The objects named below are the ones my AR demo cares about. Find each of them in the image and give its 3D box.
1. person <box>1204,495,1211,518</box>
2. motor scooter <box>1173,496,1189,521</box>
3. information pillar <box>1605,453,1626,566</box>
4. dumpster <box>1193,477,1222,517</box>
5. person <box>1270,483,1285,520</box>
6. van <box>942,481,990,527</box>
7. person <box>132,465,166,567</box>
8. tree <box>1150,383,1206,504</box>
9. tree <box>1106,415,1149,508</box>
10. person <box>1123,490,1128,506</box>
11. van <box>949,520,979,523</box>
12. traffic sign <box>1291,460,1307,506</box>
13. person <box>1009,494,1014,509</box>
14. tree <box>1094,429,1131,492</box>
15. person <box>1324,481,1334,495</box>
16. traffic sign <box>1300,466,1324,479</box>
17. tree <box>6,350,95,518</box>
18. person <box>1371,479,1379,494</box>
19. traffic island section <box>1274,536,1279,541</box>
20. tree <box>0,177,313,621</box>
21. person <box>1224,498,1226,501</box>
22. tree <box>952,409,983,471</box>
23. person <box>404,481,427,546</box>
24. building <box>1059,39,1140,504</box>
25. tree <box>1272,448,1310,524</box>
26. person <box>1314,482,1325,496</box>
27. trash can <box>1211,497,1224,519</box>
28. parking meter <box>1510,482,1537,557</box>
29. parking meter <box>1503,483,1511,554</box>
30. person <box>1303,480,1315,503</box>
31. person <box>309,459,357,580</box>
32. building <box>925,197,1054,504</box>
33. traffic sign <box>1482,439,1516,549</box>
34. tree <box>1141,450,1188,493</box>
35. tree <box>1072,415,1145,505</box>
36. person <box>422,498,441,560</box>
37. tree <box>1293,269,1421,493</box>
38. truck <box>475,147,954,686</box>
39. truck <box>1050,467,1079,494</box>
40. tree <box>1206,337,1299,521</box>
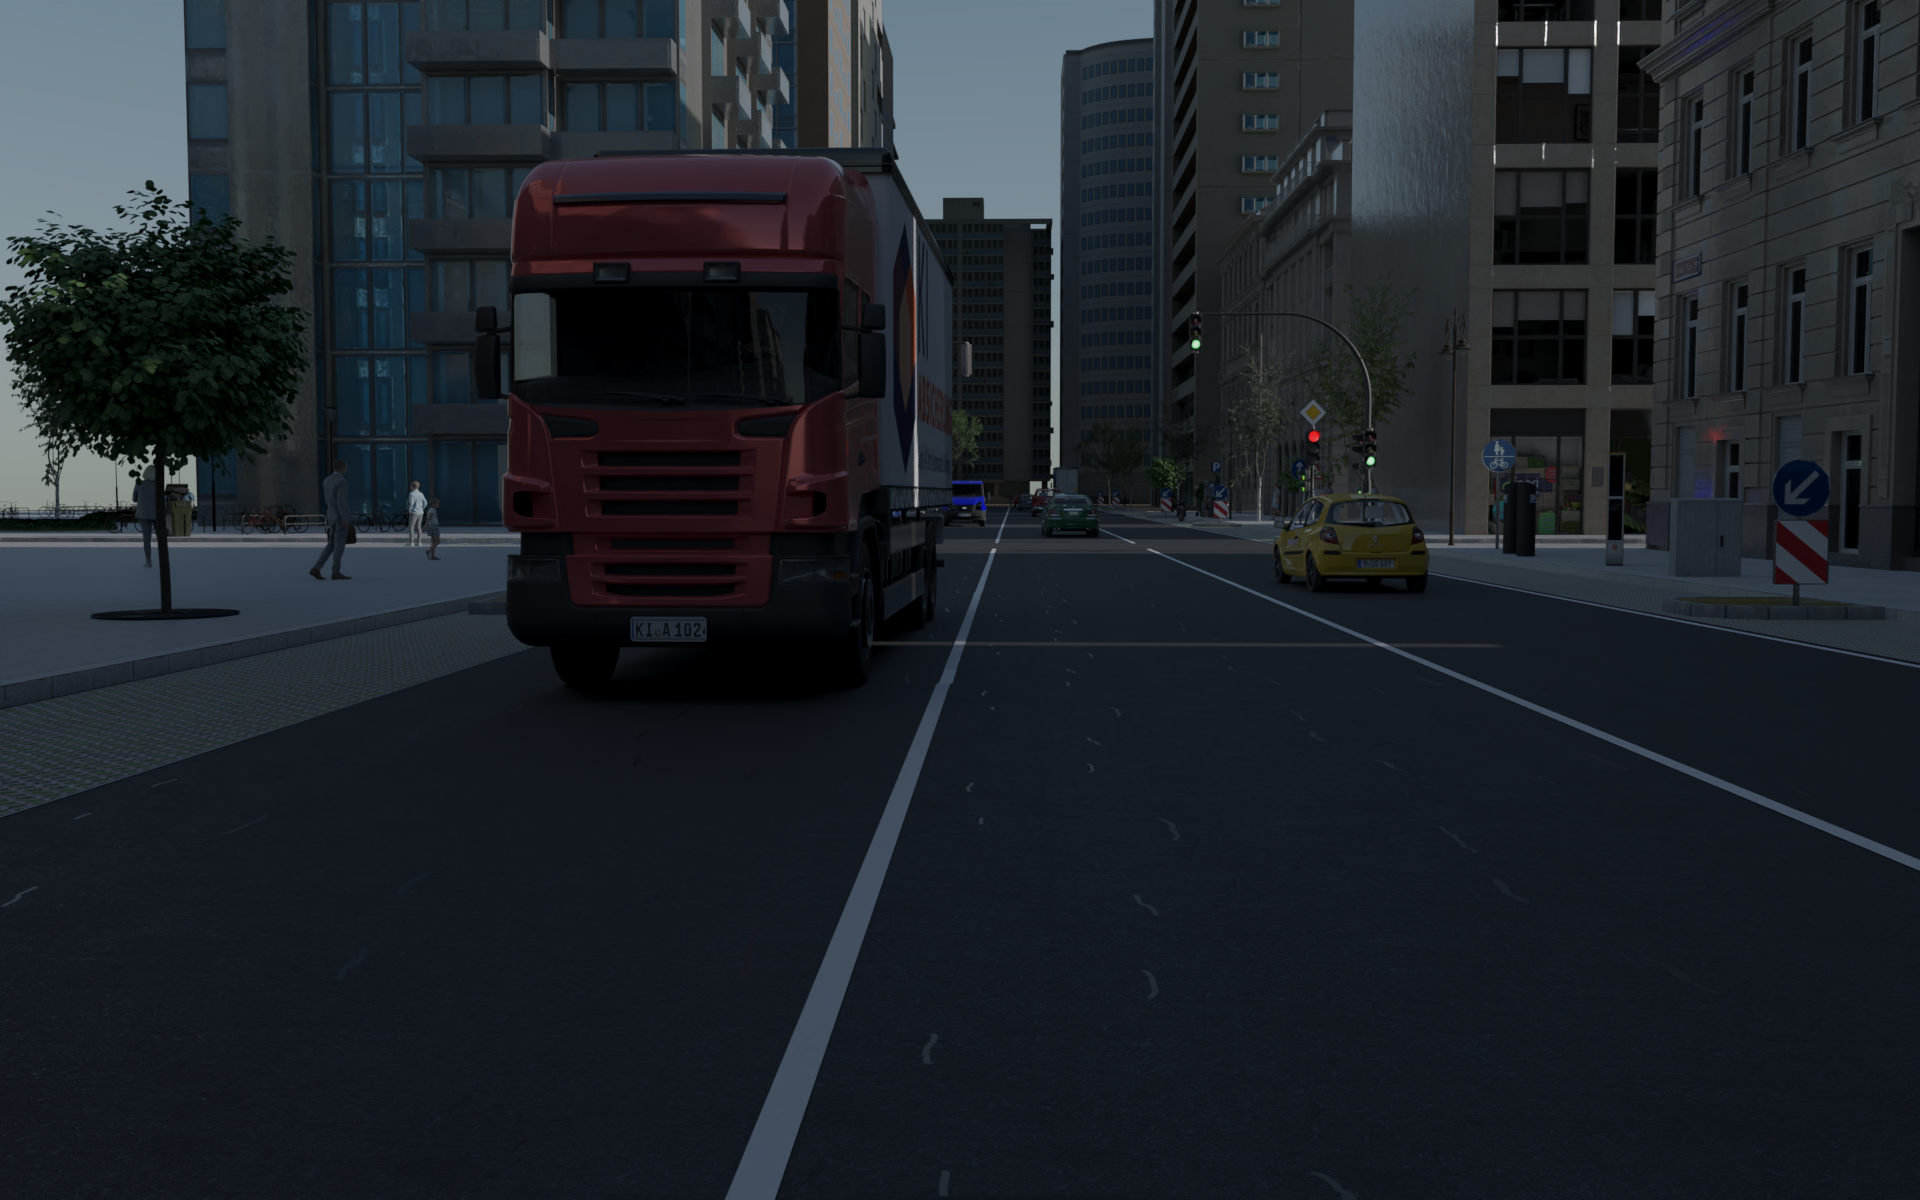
[{"bbox_3d":[13.339,-5.049,93.266,0.373,1.253,0.362,-1,4,-12],"label":"person"},{"bbox_3d":[11.587,-4.763,90.657,0.815,1.314,1.986,0,4,3],"label":"motor scooter"},{"bbox_3d":[11.726,-1.620,30.980,0.304,2.012,0.304,1,4,20],"label":"information pillar"},{"bbox_3d":[14.024,-5.849,98.127,1.502,2.255,1.985,0,4,2],"label":"dumpster"},{"bbox_3d":[15.329,-4.738,83.610,0.778,1.811,0.616,2,4,28],"label":"person"},{"bbox_3d":[0.191,-4.513,78.165,2.240,2.365,5.245,0,3,0],"label":"van"},{"bbox_3d":[-14.266,-1.484,30.493,0.537,1.800,0.526,-1,4,-15],"label":"person"},{"bbox_3d":[14.842,-10.111,115.673,4.360,8.622,3.978,0,3,0],"label":"tree"},{"bbox_3d":[15.864,-12.911,161.449,4.737,8.622,4.395,0,3,0],"label":"tree"},{"bbox_3d":[18.498,-11.428,193.617,0.721,1.743,1.217,2,4,25],"label":"person"},{"bbox_3d":[0.119,-4.935,87.701,2.013,2.044,4.112,0,4,4],"label":"van"},{"bbox_3d":[12.602,-3.910,64.033,0.768,2.556,0.104,0,4,2],"label":"traffic sign"},{"bbox_3d":[5.052,-9.706,170.415,0.599,1.433,0.991,-1,4,-20],"label":"person"},{"bbox_3d":[17.431,-14.985,195.365,4.360,8.622,3.978,0,3,0],"label":"tree"},{"bbox_3d":[14.835,-3.850,69.261,0.573,1.790,0.520,-3,5,-41],"label":"person"},{"bbox_3d":[12.738,-3.832,62.659,0.884,2.594,0.081,0,4,6],"label":"traffic sign"},{"bbox_3d":[-35.549,-7.221,68.423,4.737,8.622,4.395,0,3,0],"label":"tree"},{"bbox_3d":[15.601,-3.660,65.736,0.661,1.843,0.795,0,4,-4],"label":"person"},{"bbox_3d":[10.468,-1.787,51.502,2.009,0.180,2.903,0,4,2],"label":"traffic island section"},{"bbox_3d":[-8.367,-2.110,18.218,4.285,4.588,4.351,0,3,0],"label":"tree"},{"bbox_3d":[15.967,-6.078,105.597,0.721,1.800,0.419,2,4,29],"label":"person"},{"bbox_3d":[-1.340,-17.057,204.638,9.928,11.665,9.643,0,3,0],"label":"tree"},{"bbox_3d":[-13.482,-2.143,42.898,0.330,1.601,0.589,2,4,35],"label":"person"},{"bbox_3d":[27.162,-41.595,222.075,28.212,58.520,21.231,0,4,2],"label":"building"},{"bbox_3d":[14.136,-4.776,72.683,1.663,3.219,1.824,0,3,0],"label":"tree"},{"bbox_3d":[14.104,-3.708,67.345,0.731,1.740,0.598,-2,4,-34],"label":"person"},{"bbox_3d":[13.526,-4.844,90.852,0.748,1.137,0.748,0,3,0],"label":"trash can"},{"bbox_3d":[11.665,-1.667,35.669,0.372,1.533,0.369,0,3,0],"label":"parking meter"},{"bbox_3d":[11.881,-1.764,37.253,0.372,1.533,0.369,0,3,0],"label":"parking meter"},{"bbox_3d":[14.089,-3.917,69.959,0.514,1.842,0.818,1,4,20],"label":"person"},{"bbox_3d":[-9.337,-1.213,26.004,0.709,1.813,0.853,3,4,38],"label":"person"},{"bbox_3d":[0.393,-32.896,229.728,23.993,40.220,32.217,0,4,2],"label":"building"},{"bbox_3d":[12.511,-2.456,40.263,0.768,2.556,0.104,1,4,11],"label":"traffic sign"},{"bbox_3d":[15.295,-8.916,129.487,4.285,4.588,4.351,0,3,0],"label":"tree"},{"bbox_3d":[17.571,-16.461,203.552,8.767,10.594,7.601,0,4,-3],"label":"tree"},{"bbox_3d":[-10.299,-1.383,33.671,0.382,1.210,0.505,-2,4,-23],"label":"person"},{"bbox_3d":[13.293,-6.538,57.258,4.737,8.622,4.395,0,3,0],"label":"tree"},{"bbox_3d":[-1.643,-1.680,16.383,2.839,4.237,11.283,0,4,3],"label":"truck"},{"bbox_3d":[11.206,-11.987,184.893,2.839,4.237,11.283,0,4,1],"label":"truck"},{"bbox_3d":[14.025,-8.015,81.404,4.360,8.622,3.978,0,3,0],"label":"tree"}]
